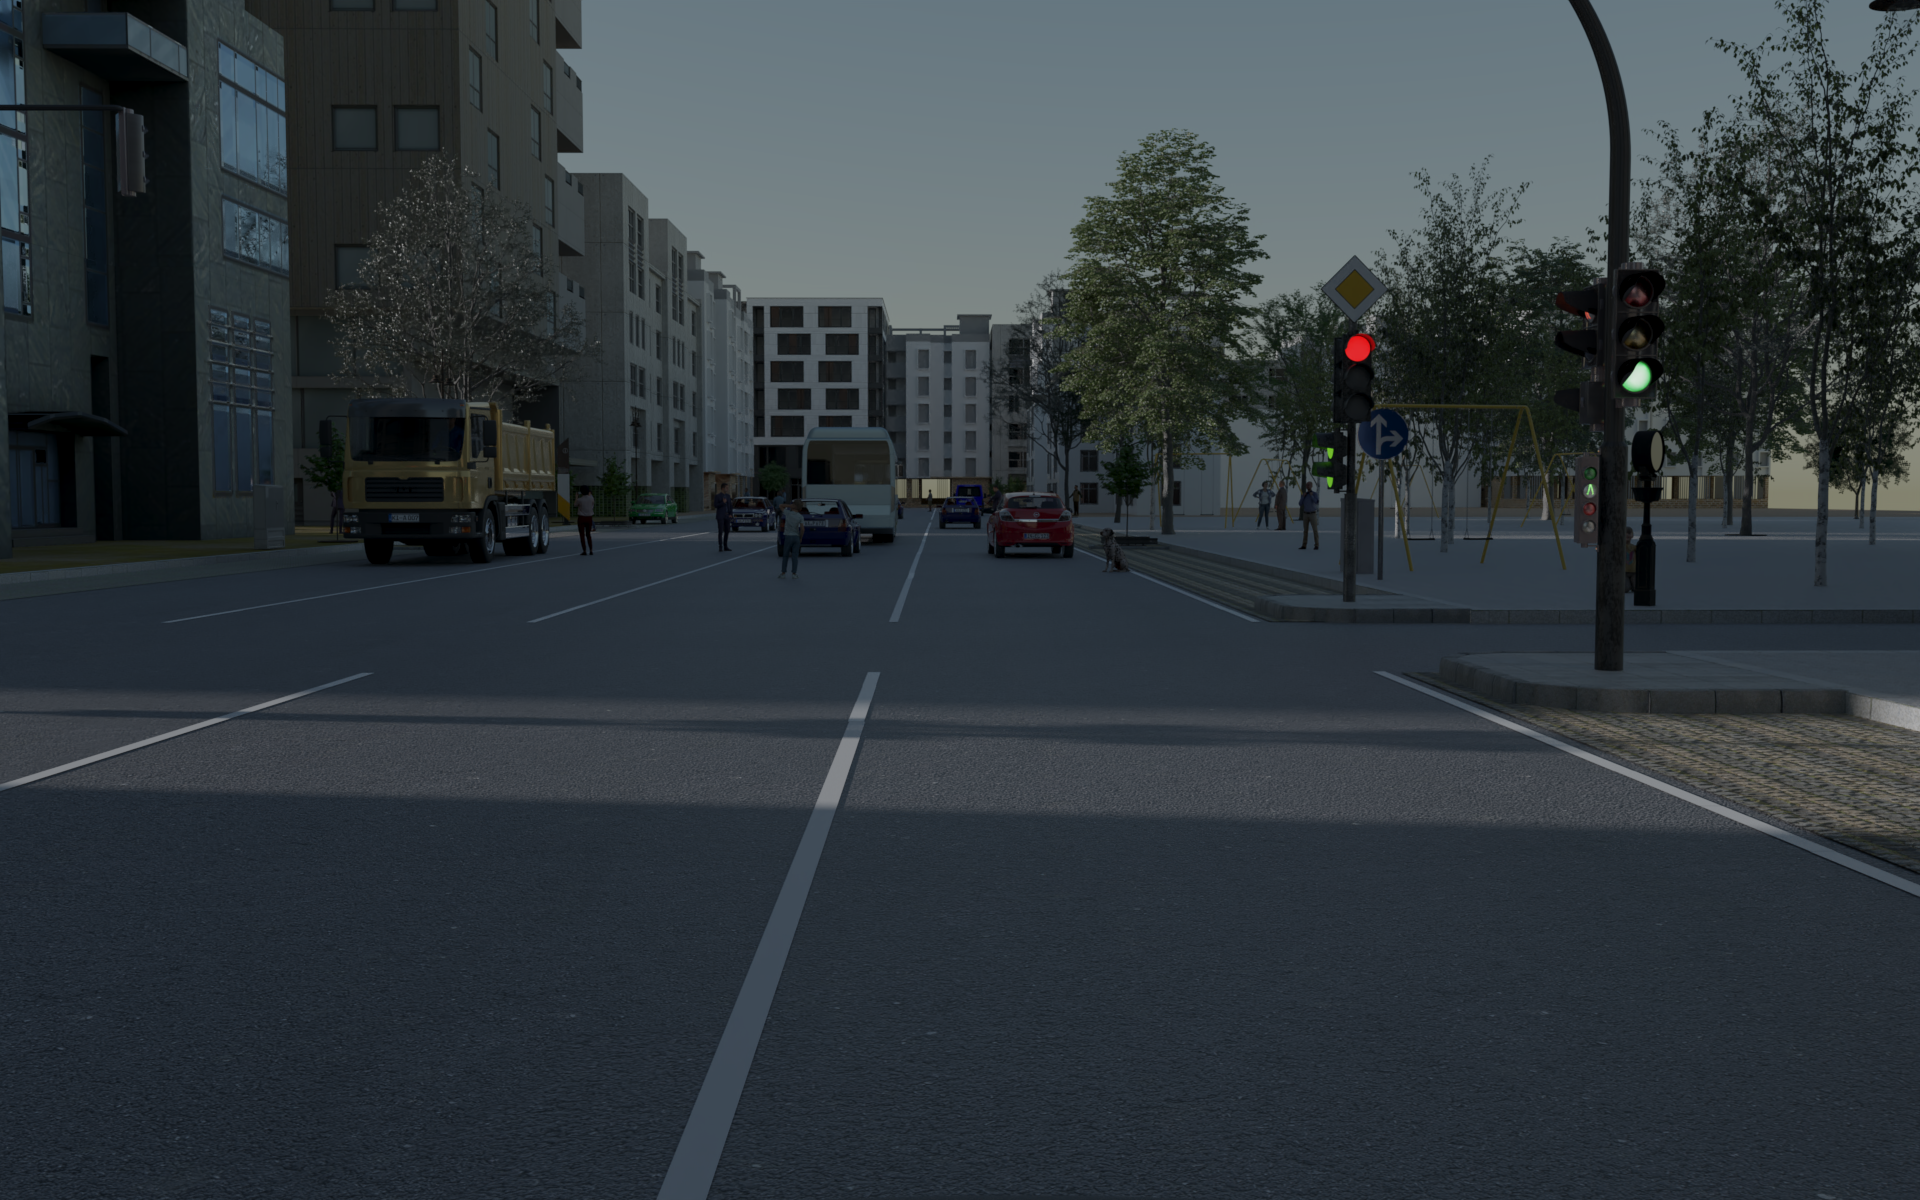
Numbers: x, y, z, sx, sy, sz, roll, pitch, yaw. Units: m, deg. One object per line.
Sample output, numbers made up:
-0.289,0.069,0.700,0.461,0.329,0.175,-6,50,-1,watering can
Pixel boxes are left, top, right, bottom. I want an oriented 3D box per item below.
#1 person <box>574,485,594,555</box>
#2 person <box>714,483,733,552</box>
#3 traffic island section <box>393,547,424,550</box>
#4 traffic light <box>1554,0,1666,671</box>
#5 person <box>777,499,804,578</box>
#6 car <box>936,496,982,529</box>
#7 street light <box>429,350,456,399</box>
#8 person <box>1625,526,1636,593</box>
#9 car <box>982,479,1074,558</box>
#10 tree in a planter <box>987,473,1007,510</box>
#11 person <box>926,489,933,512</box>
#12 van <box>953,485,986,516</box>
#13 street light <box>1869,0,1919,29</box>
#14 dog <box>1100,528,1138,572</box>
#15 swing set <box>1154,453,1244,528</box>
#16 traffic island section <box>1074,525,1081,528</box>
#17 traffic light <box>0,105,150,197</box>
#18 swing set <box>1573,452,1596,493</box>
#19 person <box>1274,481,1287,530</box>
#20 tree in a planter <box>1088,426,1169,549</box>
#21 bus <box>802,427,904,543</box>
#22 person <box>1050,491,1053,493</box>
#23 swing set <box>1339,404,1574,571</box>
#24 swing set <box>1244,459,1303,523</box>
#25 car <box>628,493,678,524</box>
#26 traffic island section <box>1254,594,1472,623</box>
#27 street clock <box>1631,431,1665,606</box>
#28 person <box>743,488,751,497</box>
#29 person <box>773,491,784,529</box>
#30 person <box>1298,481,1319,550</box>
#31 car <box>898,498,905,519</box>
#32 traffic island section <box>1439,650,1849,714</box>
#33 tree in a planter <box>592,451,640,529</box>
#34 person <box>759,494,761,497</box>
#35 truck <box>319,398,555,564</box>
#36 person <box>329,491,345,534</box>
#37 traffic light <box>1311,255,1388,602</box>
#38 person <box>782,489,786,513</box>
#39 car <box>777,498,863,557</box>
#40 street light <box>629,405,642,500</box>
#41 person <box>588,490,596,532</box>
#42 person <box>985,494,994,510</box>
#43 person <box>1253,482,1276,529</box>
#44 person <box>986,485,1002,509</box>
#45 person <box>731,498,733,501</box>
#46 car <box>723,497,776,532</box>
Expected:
-8.808,-1.871,40.558,0.517,1.644,0.566,1,4,9,person
-5.914,-2.073,43.310,0.541,1.710,0.530,-2,4,-32,person
-14.112,-1.360,45.106,1.991,0.108,1.994,0,4,-1,traffic island section
2.621,-2.307,12.392,4.771,5.953,1.251,0,4,-1,traffic light
-2.882,-1.043,29.466,0.435,1.345,0.340,-1,4,-14,person
-0.014,-3.673,72.637,1.945,1.354,3.894,0,4,-1,car
-16.552,-5.061,55.531,0.468,5.910,1.993,0,4,-1,street light
8.693,-0.522,22.495,0.347,0.859,0.695,1,4,13,person
1.601,-1.915,40.350,2.155,1.783,4.494,0,4,-2,car
3.233,-9.346,150.024,1.991,3.239,1.994,0,4,-1,tree in a planter
-2.473,-8.121,141.279,0.705,1.824,1.348,1,4,19,person
0.633,-6.743,114.626,2.240,2.365,5.245,0,4,1,van
6.798,-2.389,11.844,0.468,5.910,1.993,0,4,-1,street light
2.976,-0.917,31.838,0.800,0.831,0.513,0,4,5,dog
9.031,-4.200,66.291,3.119,2.851,2.862,1,4,15,swing set
4.082,-3.109,73.692,1.991,0.108,1.994,0,4,-1,traffic island section
-12.026,-2.796,20.377,4.771,5.953,1.251,0,4,-1,traffic light
23.270,-4.175,65.875,2.862,2.851,3.119,0,4,-7,swing set
11.270,-3.328,61.011,0.434,1.755,0.990,2,4,31,person
4.391,-2.945,45.365,1.991,3.239,1.994,0,4,-1,tree in a planter
-3.256,-3.630,54.208,2.948,3.499,13.247,0,4,-2,bus
4.082,-4.099,77.479,0.963,1.587,0.435,0,4,-6,person
8.482,-2.003,30.371,3.119,2.851,2.862,-1,4,-12,swing set
13.994,-4.875,77.319,2.862,2.851,3.119,2,4,30,swing set
-14.650,-4.527,82.820,1.959,1.807,4.718,0,4,1,car
4.664,0.099,20.655,2.009,0.180,2.903,0,4,-1,traffic island section
7.866,-0.934,19.840,0.358,2.002,0.471,3,5,41,street clock
-13.539,-6.188,109.652,0.705,1.826,1.348,-3,4,-36,person
-7.538,-3.733,71.749,0.499,1.552,0.429,0,4,5,person
8.089,-1.954,40.057,0.319,1.574,0.516,-3,5,-45,person
-4.168,-5.383,100.590,1.945,1.354,3.894,0,4,-1,car
4.752,0.588,12.671,2.009,0.180,2.903,0,4,-1,traffic island section
-14.407,-4.577,72.064,1.991,3.239,1.994,0,4,-1,tree in a planter
-15.170,-7.292,130.983,1.065,1.426,0.557,2,4,26,person
-11.053,-2.567,37.901,3.469,3.379,9.791,0,4,-2,truck
-20.015,-3.016,55.807,0.683,1.767,0.568,0,4,-4,person
4.624,-1.934,20.541,0.839,4.253,0.868,0,4,-1,traffic light
-13.124,-7.364,128.886,0.705,1.826,1.348,-1,4,-9,person
-3.295,-1.734,40.929,1.945,1.354,3.894,0,4,1,car
-16.914,-7.198,90.482,0.468,5.910,1.993,0,4,-1,street light
-13.880,-3.328,64.864,0.435,1.587,0.963,-2,4,-26,person
1.775,-5.137,95.684,0.628,1.438,0.799,1,4,23,person
11.114,-3.454,63.236,0.841,1.734,0.376,0,4,4,person
1.281,-3.453,65.408,0.568,1.767,0.683,1,4,13,person
-13.765,-5.607,100.994,1.217,1.723,0.721,0,4,0,person
-8.080,-3.299,66.512,1.945,1.354,3.894,0,3,0,car
